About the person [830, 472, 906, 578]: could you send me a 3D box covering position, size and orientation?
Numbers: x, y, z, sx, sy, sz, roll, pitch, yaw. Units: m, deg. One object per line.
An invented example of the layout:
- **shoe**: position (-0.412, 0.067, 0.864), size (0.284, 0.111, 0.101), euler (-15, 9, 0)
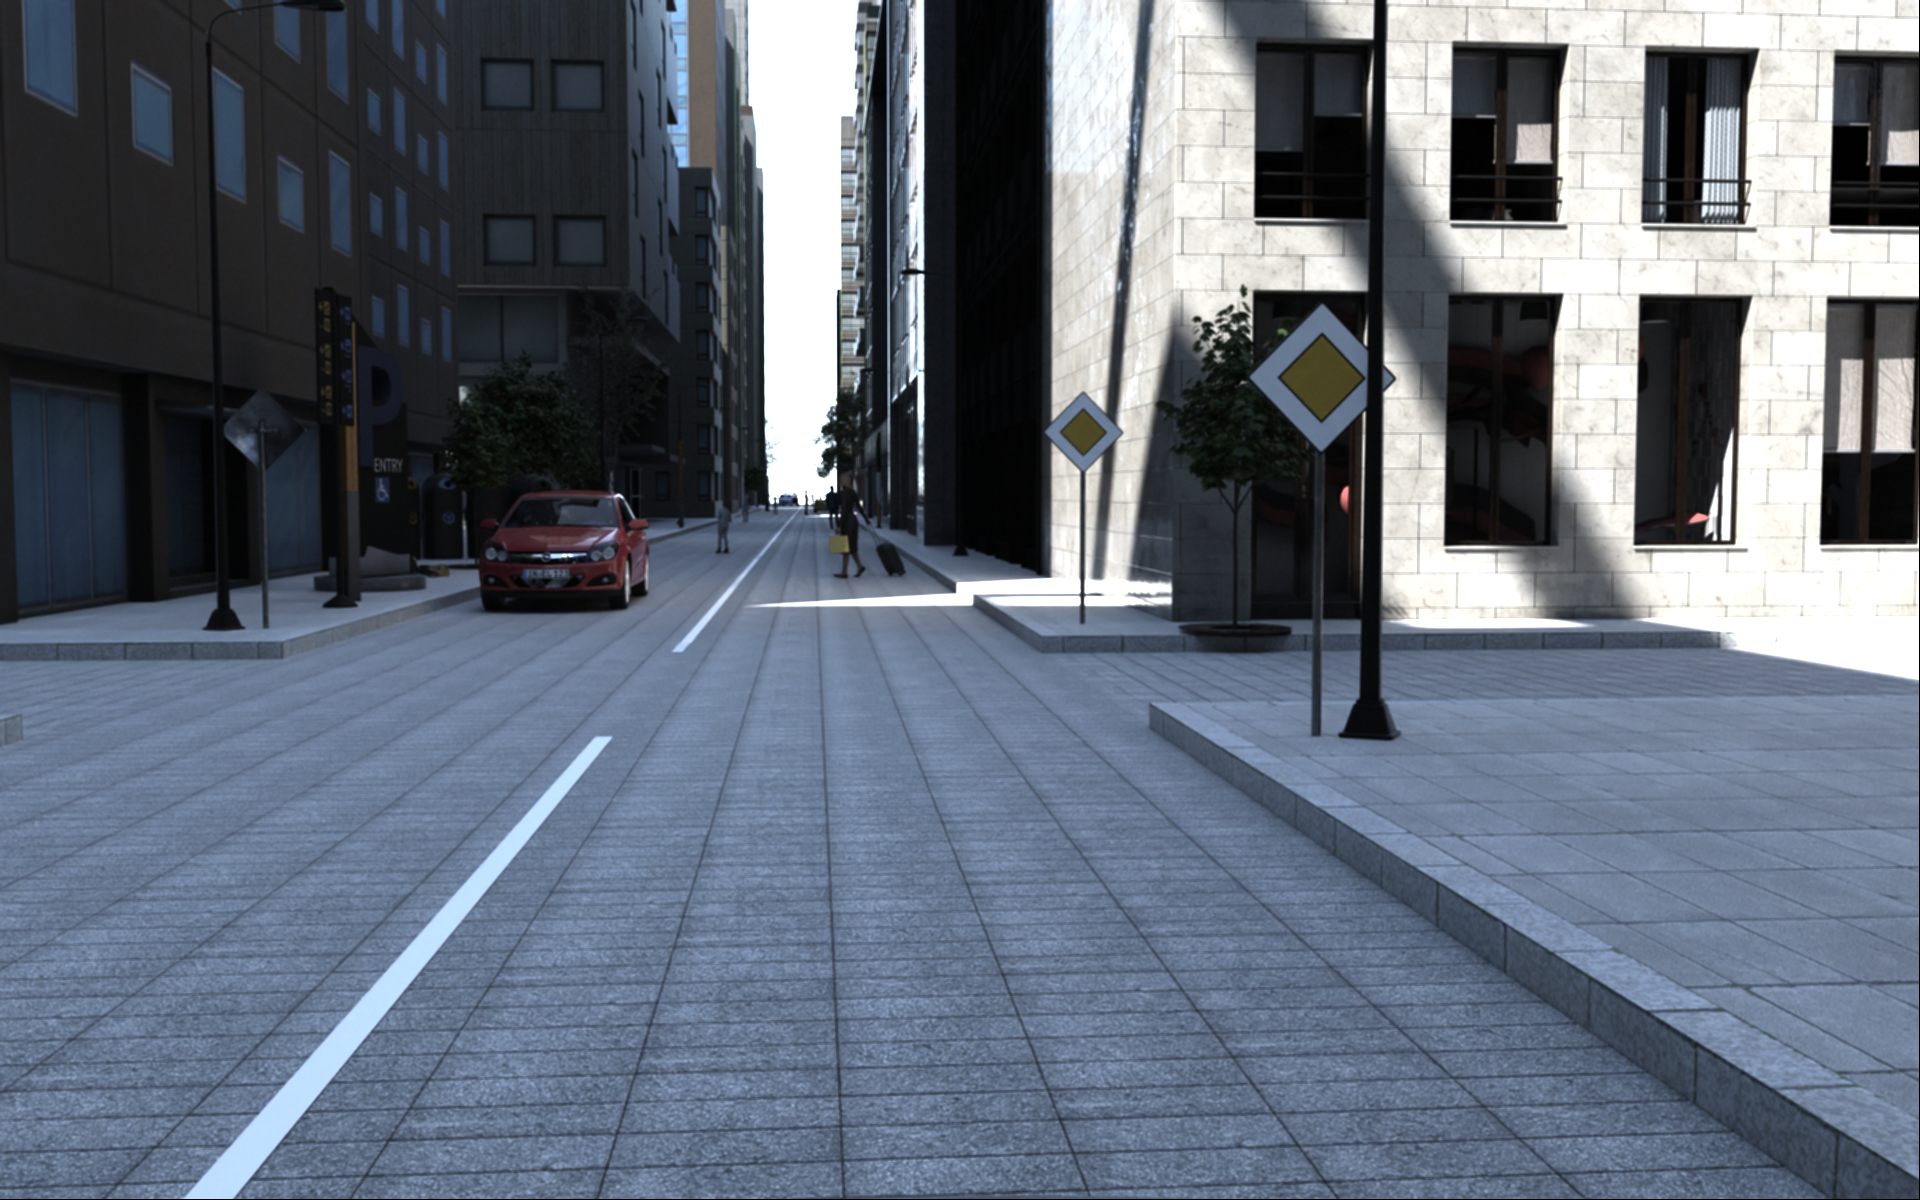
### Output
- **person**: position (-1.614, -1.295, 29.892), size (1.509, 1.804, 0.699), euler (-2, 4, -32)

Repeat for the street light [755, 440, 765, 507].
- **street light**: position (-17.650, -10.747, 148.249), size (1.470, 5.913, 1.316), euler (0, 4, -5)

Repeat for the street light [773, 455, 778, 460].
- **street light**: position (-22.483, -14.124, 203.473), size (1.470, 5.913, 1.316), euler (0, 4, -5)

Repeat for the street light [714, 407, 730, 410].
- **street light**: position (-13.015, -7.355, 92.796), size (1.470, 5.913, 1.316), euler (0, 4, -5)

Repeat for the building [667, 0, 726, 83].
- **building**: position (-24.325, -29.132, 126.413), size (14.600, 45.320, 14.200), euler (0, 4, -5)

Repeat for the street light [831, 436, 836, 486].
- **street light**: position (-9.478, -10.221, 139.647), size (1.470, 5.913, 1.316), euler (0, 4, -5)

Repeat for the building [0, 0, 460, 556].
- **building**: position (-21.506, -24.087, 43.941), size (14.600, 45.320, 14.200), euler (0, 4, -5)

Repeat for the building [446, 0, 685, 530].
- **building**: position (-26.188, -29.540, 72.214), size (28.713, 52.752, 27.495), euler (0, 4, -5)

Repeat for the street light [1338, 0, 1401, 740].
- **street light**: position (1.635, -2.228, 8.972), size (1.470, 5.913, 1.316), euler (0, 4, -5)

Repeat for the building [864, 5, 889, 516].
- **building**: position (1.046, -20.518, 107.172), size (14.160, 30.474, 14.107), euler (0, 4, -5)

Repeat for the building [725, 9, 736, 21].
- **building**: position (-25.434, -27.986, 141.158), size (14.154, 41.232, 14.086), euler (0, 4, -5)

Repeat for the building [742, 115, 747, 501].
- **building**: position (-26.841, -28.841, 155.149), size (14.154, 41.232, 14.086), euler (0, 4, -5)

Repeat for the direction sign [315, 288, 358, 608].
- **direction sign**: position (-7.045, -1.687, 19.581), size (0.379, 3.537, 0.876), euler (0, 4, 4)

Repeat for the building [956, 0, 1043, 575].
- **building**: position (6.689, -12.560, 35.036), size (12.332, 23.373, 15.834), euler (0, 4, -5)

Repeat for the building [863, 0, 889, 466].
- **building**: position (3.250, -15.816, 77.657), size (14.314, 24.678, 30.058), euler (0, 4, -5)

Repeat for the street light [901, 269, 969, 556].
- **street light**: position (-0.523, -3.874, 35.886), size (1.470, 5.913, 1.316), euler (0, 4, -5)

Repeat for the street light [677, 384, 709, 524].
- **street light**: position (-11.311, -6.163, 73.303), size (1.470, 5.913, 1.316), euler (0, 4, -5)

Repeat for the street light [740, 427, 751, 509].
- **street light**: position (-15.376, -9.056, 120.607), size (1.470, 5.913, 1.316), euler (0, 4, -5)

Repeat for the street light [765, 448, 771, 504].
- **street light**: position (-20.054, -12.431, 175.784), size (1.470, 5.913, 1.316), euler (0, 4, -5)

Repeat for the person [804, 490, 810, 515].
- **person**: position (-10.242, -6.554, 116.360), size (0.721, 1.736, 1.217), euler (0, 4, 7)

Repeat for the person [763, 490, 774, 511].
- **person**: position (-16.157, -8.369, 145.420), size (1.350, 1.814, 0.705), euler (3, 5, 42)

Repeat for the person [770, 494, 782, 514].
- **person**: position (-13.137, -6.834, 123.458), size (0.991, 1.433, 0.599), euler (-2, 4, -34)

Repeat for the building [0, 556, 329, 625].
- **building**: position (-16.448, -22.690, 21.089), size (14.600, 45.320, 14.200), euler (0, 4, -5)

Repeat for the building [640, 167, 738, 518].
- **building**: position (-28.115, -15.914, 105.230), size (27.650, 21.520, 28.899), euler (0, 4, -5)

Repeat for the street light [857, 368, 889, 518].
- **street light**: position (-2.974, -5.600, 64.104), size (1.470, 5.913, 1.316), euler (0, 4, -5)

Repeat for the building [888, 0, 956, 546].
- **building**: position (4.248, -14.353, 52.700), size (12.078, 24.808, 19.932), euler (0, 4, -5)

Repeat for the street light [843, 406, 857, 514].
- **street light**: position (-5.306, -7.290, 91.740), size (1.470, 5.913, 1.316), euler (0, 4, -5)

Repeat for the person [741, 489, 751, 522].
- **person**: position (-11.018, -4.868, 89.102), size (0.522, 1.701, 0.512), euler (-1, 4, -10)

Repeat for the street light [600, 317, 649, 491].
- **street light**: position (-8.883, -4.470, 45.624), size (1.470, 5.913, 1.316), euler (0, 4, -5)

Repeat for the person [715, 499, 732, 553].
- **person**: position (-5.754, -1.787, 41.996), size (0.394, 1.301, 0.425), euler (2, 4, 35)

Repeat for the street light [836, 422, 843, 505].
- **street light**: position (-7.083, -8.507, 111.631), size (1.470, 5.913, 1.316), euler (0, 4, -5)

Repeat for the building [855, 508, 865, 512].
- **building**: position (8.560, -26.588, 126.597), size (32.217, 40.220, 23.993), euler (0, 4, -5)

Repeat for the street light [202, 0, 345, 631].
- **street light**: position (-6.436, -2.675, 16.273), size (1.470, 5.913, 1.316), euler (0, 4, -5)

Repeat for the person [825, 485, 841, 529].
- **person**: position (-5.261, -3.867, 71.911), size (0.721, 1.800, 0.419), euler (1, 4, 18)

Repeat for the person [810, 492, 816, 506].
- **person**: position (-17.126, -11.775, 201.837), size (0.721, 1.723, 1.217), euler (-3, 4, -37)

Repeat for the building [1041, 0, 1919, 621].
- **building**: position (10.071, -10.270, 22.663), size (16.860, 20.320, 10.420), euler (0, 4, -5)
